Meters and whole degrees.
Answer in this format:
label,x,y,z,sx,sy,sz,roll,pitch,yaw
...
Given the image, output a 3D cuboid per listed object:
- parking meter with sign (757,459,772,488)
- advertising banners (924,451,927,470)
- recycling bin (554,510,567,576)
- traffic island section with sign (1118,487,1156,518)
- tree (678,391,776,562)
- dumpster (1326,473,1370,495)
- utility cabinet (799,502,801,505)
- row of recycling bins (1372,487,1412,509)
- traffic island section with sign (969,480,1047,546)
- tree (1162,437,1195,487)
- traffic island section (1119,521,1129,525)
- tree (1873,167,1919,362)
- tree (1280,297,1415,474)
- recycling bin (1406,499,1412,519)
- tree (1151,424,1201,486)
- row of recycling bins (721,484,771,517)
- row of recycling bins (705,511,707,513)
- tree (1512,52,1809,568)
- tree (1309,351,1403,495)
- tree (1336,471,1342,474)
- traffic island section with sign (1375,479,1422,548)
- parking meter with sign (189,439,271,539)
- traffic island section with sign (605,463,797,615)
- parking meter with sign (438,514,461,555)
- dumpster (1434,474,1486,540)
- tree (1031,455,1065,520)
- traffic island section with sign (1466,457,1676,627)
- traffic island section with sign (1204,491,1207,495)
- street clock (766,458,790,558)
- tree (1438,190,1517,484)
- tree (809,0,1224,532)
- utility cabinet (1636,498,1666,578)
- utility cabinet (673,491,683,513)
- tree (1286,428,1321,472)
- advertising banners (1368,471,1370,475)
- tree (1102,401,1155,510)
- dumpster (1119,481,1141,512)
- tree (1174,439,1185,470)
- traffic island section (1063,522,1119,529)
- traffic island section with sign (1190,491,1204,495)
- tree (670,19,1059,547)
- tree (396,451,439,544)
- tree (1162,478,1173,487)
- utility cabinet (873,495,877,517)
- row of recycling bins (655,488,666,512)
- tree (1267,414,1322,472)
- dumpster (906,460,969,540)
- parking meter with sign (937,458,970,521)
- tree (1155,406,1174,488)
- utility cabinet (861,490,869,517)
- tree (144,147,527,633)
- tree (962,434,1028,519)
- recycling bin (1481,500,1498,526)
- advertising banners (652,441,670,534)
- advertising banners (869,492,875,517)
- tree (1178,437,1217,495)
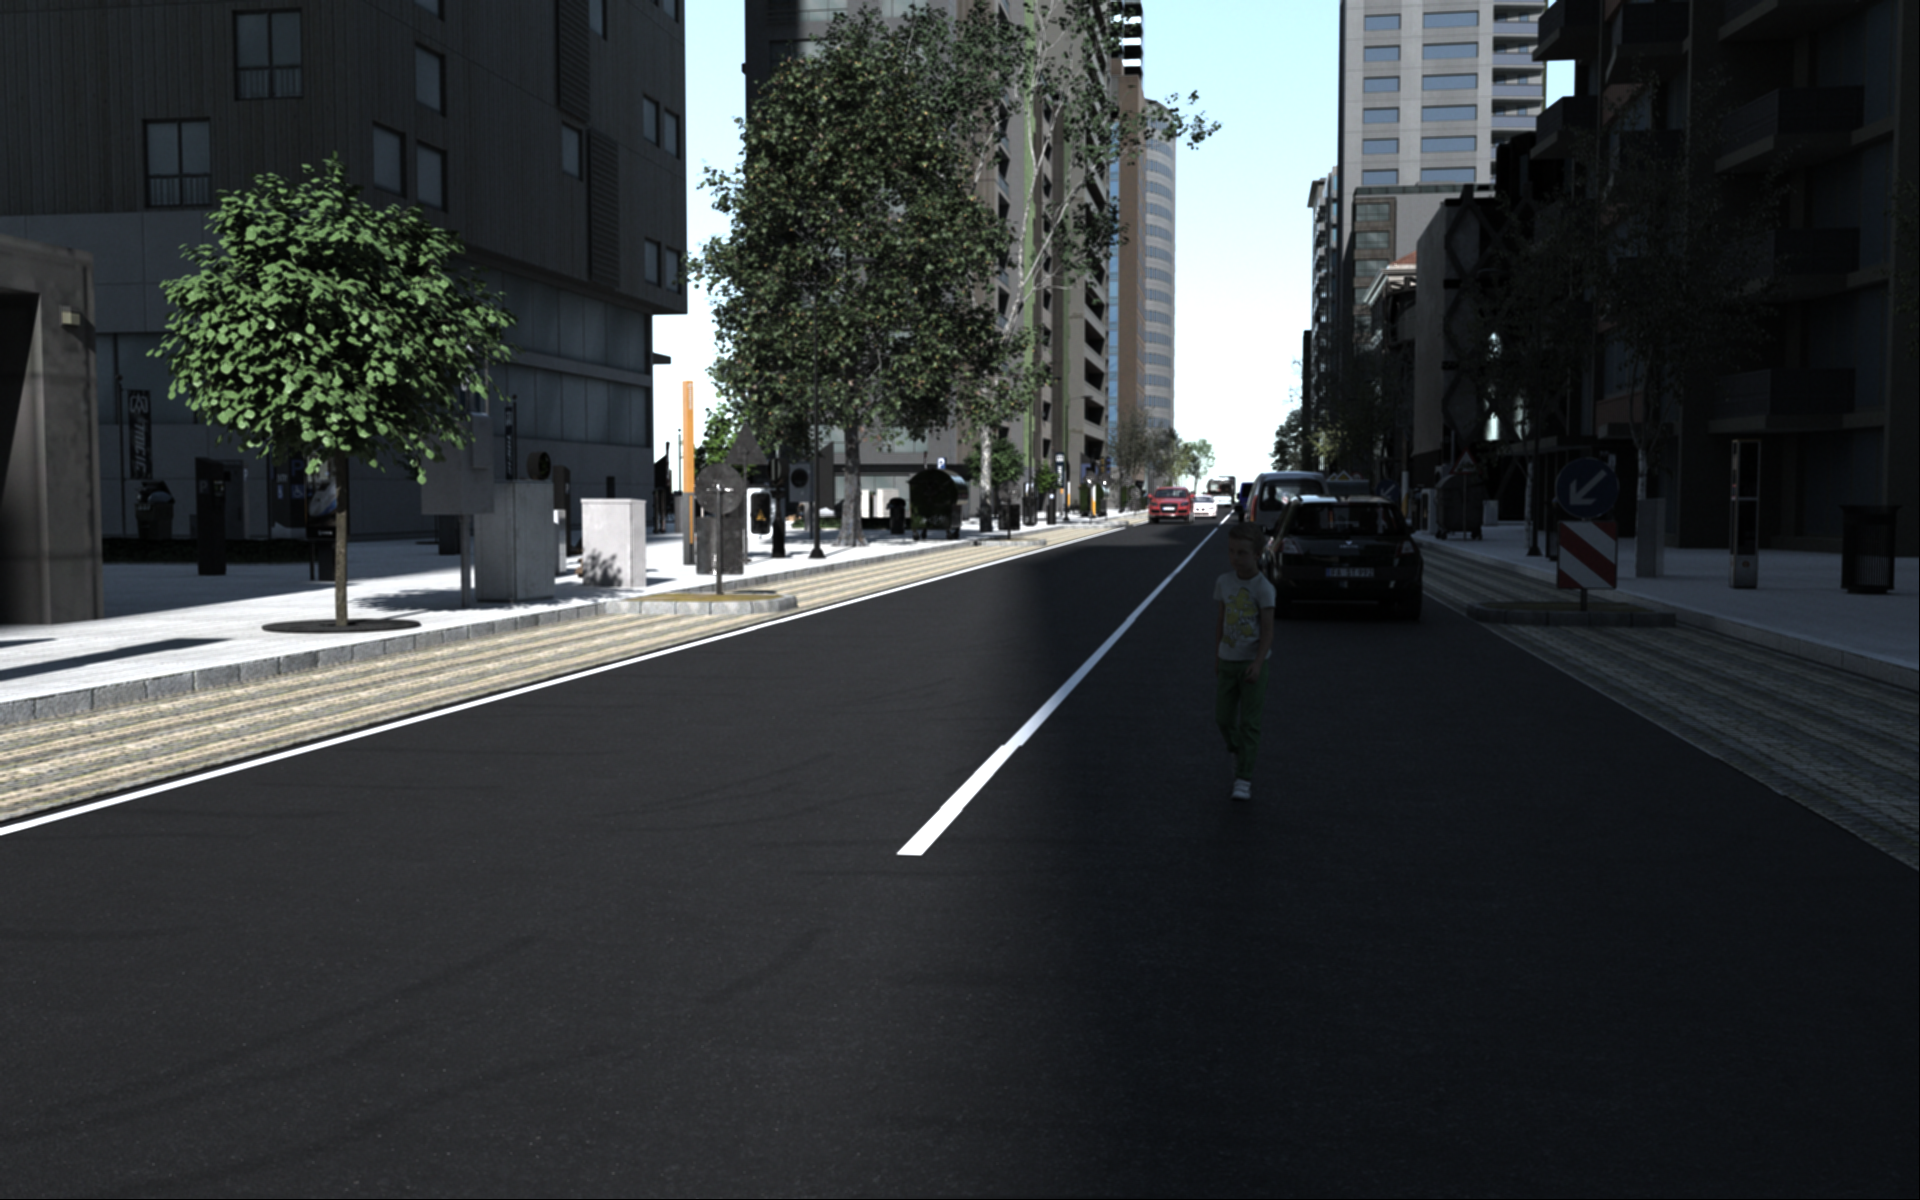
label,x,y,z,sx,sy,sz,roll,pitch,yaw
parking meter with sign,-9.855,-5.558,87.134,0.543,3.016,1.738,-2,4,-31
advertising banners,-1.536,-4.517,70.049,0.090,3.025,2.074,1,4,11
recycling bin,-6.677,-0.915,27.518,0.722,1.027,0.722,0,4,-3
traffic island section with sign,10.370,-5.712,102.025,1.989,1.847,2.006,1,4,9
tree,-4.607,-2.339,32.844,1.663,3.219,1.824,0,3,0
dumpster,15.149,-3.880,68.388,1.985,2.255,1.502,1,4,10
utility cabinet,-8.046,-4.927,91.714,1.020,1.237,0.306,2,4,30
row of recycling bins,24.611,-5.709,100.459,3.534,1.692,1.069,-1,4,-13
traffic island section with sign,1.372,-2.421,48.209,1.989,1.847,2.006,1,4,9
tree,27.711,-16.505,220.218,4.737,8.622,4.395,0,3,0
traffic island section,6.769,-3.560,80.490,2.009,0.180,2.903,1,4,9
tree,17.904,-4.828,29.307,4.737,8.622,4.395,0,3,0
tree,24.991,-12.076,107.819,12.009,13.543,11.850,0,3,0
recycling bin,23.754,-4.773,90.591,0.722,1.027,0.722,2,4,28
tree,28.774,-18.151,231.178,8.767,10.594,7.601,-3,5,-40
row of recycling bins,-8.675,-3.898,70.844,1.069,1.692,3.534,1,4,21
row of recycling bins,-15.310,-6.313,110.333,3.534,1.692,1.069,-3,5,-42
tree,12.025,-4.855,29.740,4.360,8.622,3.978,0,3,0
tree,20.676,-8.440,88.349,4.737,8.622,4.395,0,3,0
tree,28.518,-8.287,130.095,1.663,3.219,1.824,0,3,0
traffic island section with sign,11.330,-2.322,46.587,1.989,1.847,2.006,1,4,9
parking meter with sign,-16.355,-2.603,38.827,1.738,3.016,0.543,0,4,-5
traffic island section with sign,-3.093,-0.779,21.364,1.989,1.847,2.006,1,4,9
parking meter with sign,-10.925,-2.502,37.162,0.543,3.016,1.738,-1,4,-12
dumpster,14.084,-2.631,48.768,1.264,1.857,1.865,1,4,9
tree,4.209,-5.494,84.431,1.663,3.219,1.824,0,3,0
traffic island section with sign,6.820,-0.669,19.571,1.989,1.847,2.006,1,4,9
traffic island section with sign,41.175,-17.003,286.625,1.989,1.847,2.006,1,4,9
street clock,-3.636,-1.841,34.665,0.358,2.002,0.471,-3,5,-44
tree,13.385,-5.528,40.747,4.360,8.622,3.978,0,3,0
tree,1.646,-12.279,56.647,12.611,20.169,13.585,0,3,0
utility cabinet,10.765,-0.969,27.009,0.306,1.237,1.020,2,4,29
utility cabinet,-18.007,-6.238,110.674,0.318,1.500,1.173,0,4,6
tree,37.430,-14.558,188.383,4.360,8.622,3.978,0,3,0
advertising banners,30.385,-8.150,129.434,0.090,3.025,2.074,2,4,26
tree,13.414,-11.554,139.262,4.360,8.622,3.978,0,3,0
dumpster,12.486,-7.635,127.325,1.502,2.255,1.985,1,4,9
tree,19.058,-13.129,165.020,4.360,8.622,3.978,0,3,0
traffic island section,5.455,-3.078,72.613,2.009,0.180,2.903,1,4,9
traffic island section with sign,27.682,-12.058,205.780,1.989,1.847,2.006,1,4,9
tree,-2.641,-7.672,42.447,9.611,12.733,9.660,0,3,0
tree,-13.398,-3.055,44.545,1.663,3.219,1.824,0,3,0
tree,23.682,-12.278,195.345,1.663,3.219,1.824,0,3,0
utility cabinet,-3.747,-4.321,81.807,0.306,1.237,1.020,-2,4,-28
row of recycling bins,-20.053,-6.266,109.564,1.069,1.692,3.534,3,5,41
tree,45.273,-19.333,234.222,7.486,12.596,7.792,0,3,0
dumpster,-0.649,-2.819,48.577,1.502,2.255,1.985,1,4,9
parking meter with sign,-0.285,-5.329,83.397,0.543,3.016,1.738,3,5,44
tree,14.693,-11.896,144.855,4.360,8.622,3.978,0,3,0
utility cabinet,-5.078,-4.698,85.486,1.173,1.500,0.318,-2,4,-32
tree,-5.893,-2.003,16.466,4.285,4.588,4.351,0,3,0
tree,1.788,-6.413,88.560,4.285,4.588,4.351,0,3,0
recycling bin,21.031,-3.472,69.316,0.722,1.027,0.722,-2,4,-31
advertising banners,-9.770,-3.709,56.824,0.090,3.025,2.074,0,4,6
advertising banners,-4.912,-5.707,89.493,0.090,3.025,2.074,2,4,27
tree,42.715,-23.679,312.906,9.928,11.665,9.643,0,3,0
